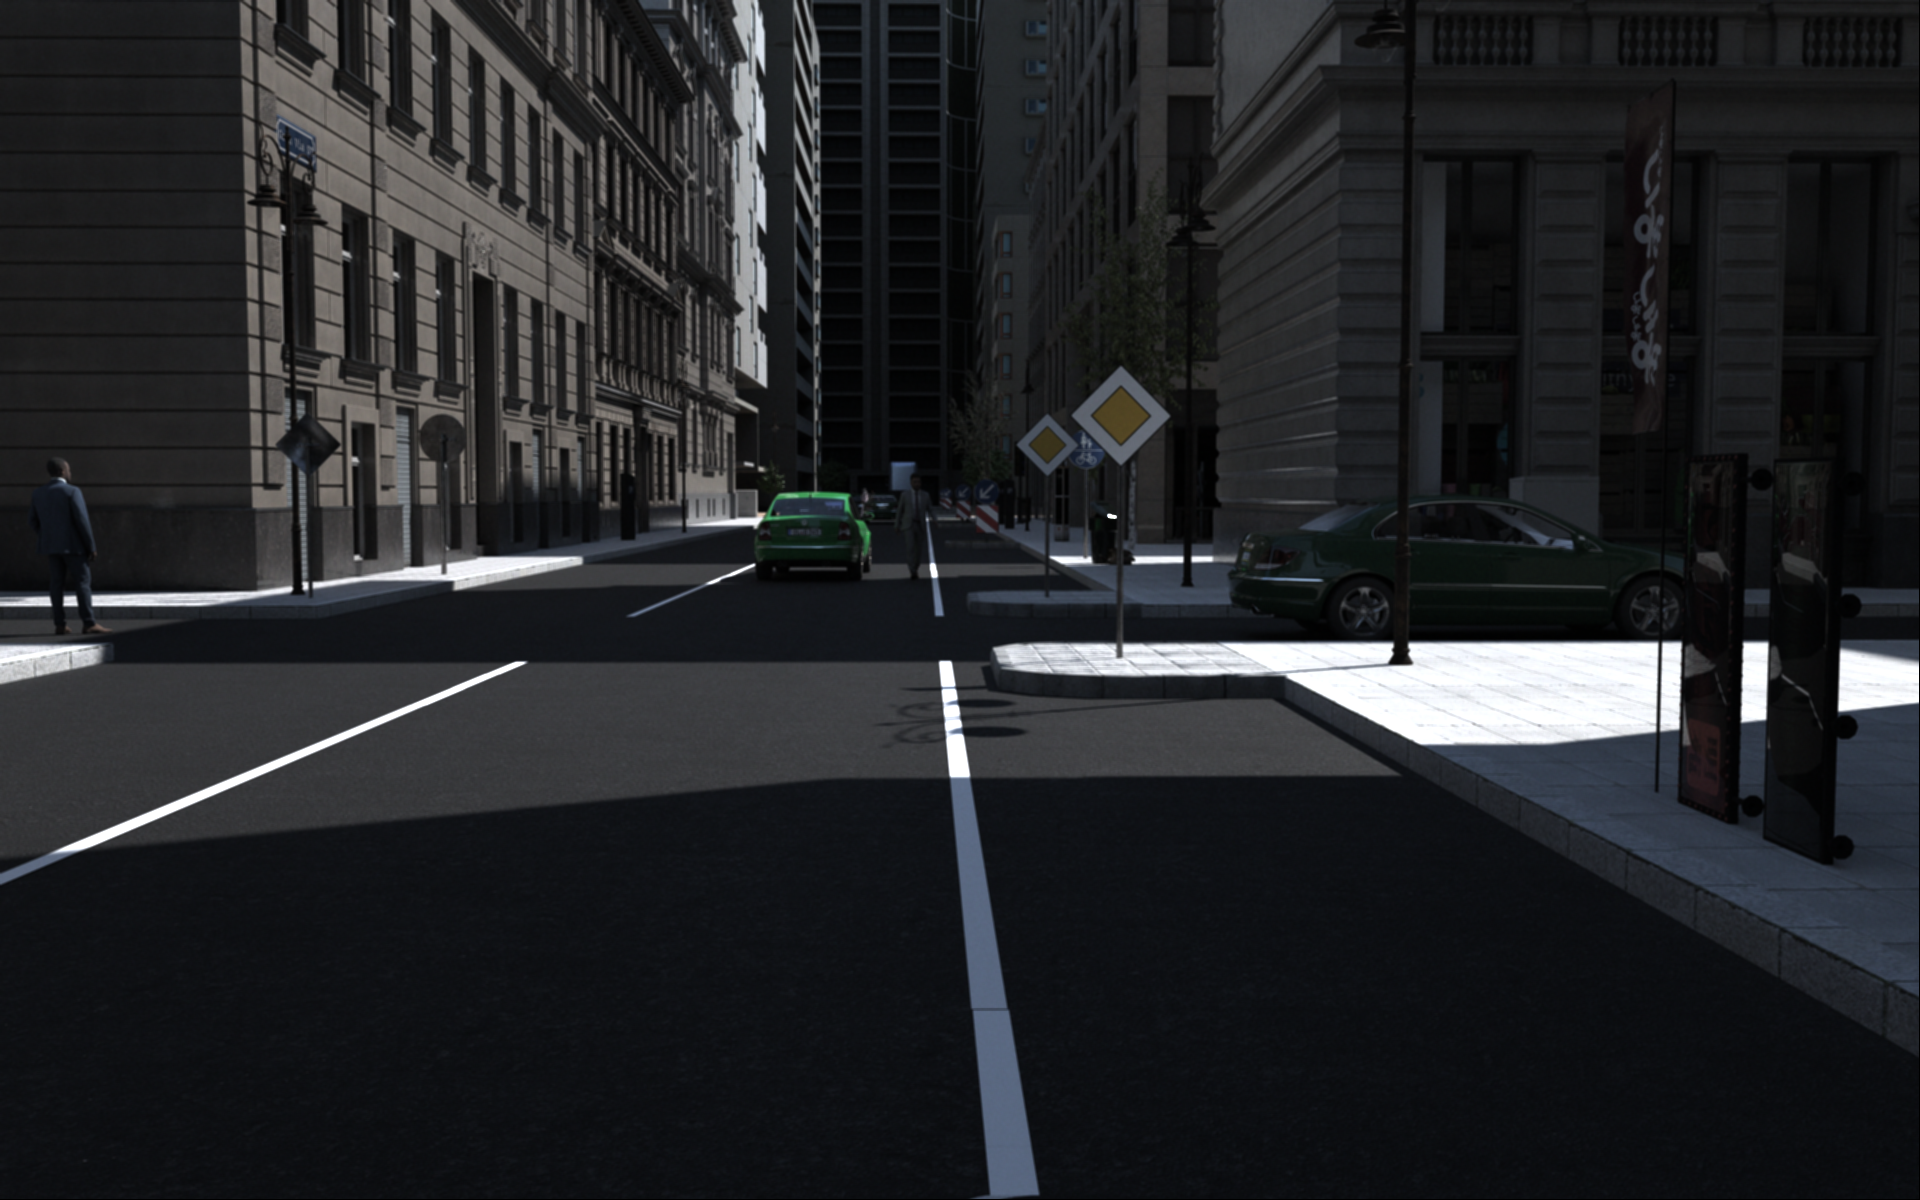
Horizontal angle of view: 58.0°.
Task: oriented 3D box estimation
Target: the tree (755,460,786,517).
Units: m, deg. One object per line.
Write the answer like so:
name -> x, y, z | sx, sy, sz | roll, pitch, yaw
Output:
tree -> -10.672, -6.261, 96.975 | 1.663, 3.219, 1.824 | 0, 3, 0

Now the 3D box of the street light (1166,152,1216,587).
street light -> 3.158, -3.125, 23.881 | 0.468, 5.910, 1.993 | 0, 4, -1

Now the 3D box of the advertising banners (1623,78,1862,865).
advertising banners -> 3.002, -0.652, 6.845 | 0.090, 3.025, 2.074 | 0, 3, 0

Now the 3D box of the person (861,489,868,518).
person -> -5.460, -5.499, 99.075 | 0.621, 1.740, 0.551 | -1, 4, -13

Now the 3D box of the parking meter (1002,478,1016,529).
parking meter -> 1.854, -3.561, 63.929 | 0.399, 1.863, 0.255 | 0, 4, 1

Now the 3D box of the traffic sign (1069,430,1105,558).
traffic sign -> 2.510, -2.105, 34.517 | 0.768, 2.556, 0.104 | 0, 4, 3

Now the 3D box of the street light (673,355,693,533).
street light -> -9.194, -5.186, 57.579 | 0.468, 5.910, 1.993 | 0, 4, -1

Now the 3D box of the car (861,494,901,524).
car -> -3.733, -4.392, 83.607 | 2.131, 1.459, 4.920 | 0, 4, -2

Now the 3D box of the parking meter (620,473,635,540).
parking meter -> -9.264, -2.606, 48.318 | 0.255, 1.863, 0.399 | 2, 4, 27

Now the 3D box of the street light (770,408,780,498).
street light -> -9.955, -7.365, 93.213 | 0.468, 5.910, 1.993 | 0, 4, -1

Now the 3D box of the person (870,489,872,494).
person -> -8.087, -9.194, 158.450 | 1.348, 1.869, 0.705 | -2, 4, -32

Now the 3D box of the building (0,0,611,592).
building -> -15.167, -14.480, 34.007 | 12.463, 27.353, 25.104 | 0, 4, -1

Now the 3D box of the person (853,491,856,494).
person -> -8.995, -8.357, 145.927 | 0.721, 1.735, 1.217 | 3, 4, 38

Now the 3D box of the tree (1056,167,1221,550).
tree -> 4.056, -5.486, 40.051 | 4.737, 8.622, 4.395 | 0, 3, 0

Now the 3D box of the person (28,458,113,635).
person -> -9.120, -0.550, 17.682 | 0.721, 1.800, 0.419 | 0, 3, 0

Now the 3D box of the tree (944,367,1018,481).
tree -> 1.282, -9.142, 99.826 | 4.360, 8.622, 3.978 | 0, 3, 0

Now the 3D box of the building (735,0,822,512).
building -> -24.034, -32.803, 160.031 | 21.600, 48.544, 21.300 | 0, 4, -1

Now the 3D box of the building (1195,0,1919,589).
building -> 14.118, -12.147, 27.486 | 19.941, 23.489, 11.050 | 0, 4, -1

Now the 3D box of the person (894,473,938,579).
person -> -0.750, -1.251, 29.229 | 0.678, 1.792, 0.850 | -1, 4, -13

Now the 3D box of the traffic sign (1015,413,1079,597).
traffic sign -> 1.080, -1.091, 21.487 | 0.795, 2.450, 0.064 | 0, 4, -1

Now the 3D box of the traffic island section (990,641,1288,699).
traffic island section -> 1.270, 0.532, 13.581 | 2.009, 0.180, 2.903 | 0, 4, -1

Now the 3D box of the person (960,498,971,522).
person -> 0.254, -4.879, 88.082 | 0.655, 1.846, 0.447 | -2, 4, -29

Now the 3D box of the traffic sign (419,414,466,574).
traffic sign -> -8.255, -1.684, 27.638 | 0.768, 2.556, 0.104 | 0, 4, 5

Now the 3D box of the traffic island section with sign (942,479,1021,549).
traffic island section with sign -> 0.587, -2.316, 46.491 | 1.989, 1.847, 2.006 | 0, 4, -1

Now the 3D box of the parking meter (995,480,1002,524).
parking meter -> 1.681, -4.130, 73.237 | 0.255, 1.863, 0.399 | 3, 5, 42

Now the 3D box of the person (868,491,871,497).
person -> -7.932, -8.617, 150.095 | 0.721, 1.736, 1.217 | -2, 4, -27

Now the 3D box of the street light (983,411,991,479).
street light -> 1.508, -7.544, 96.130 | 0.468, 5.910, 1.993 | 0, 4, -1

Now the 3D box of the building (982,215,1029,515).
building -> 15.823, -16.950, 122.171 | 27.650, 21.520, 28.899 | 0, 4, -1

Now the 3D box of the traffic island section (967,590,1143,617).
traffic island section -> 1.104, 0.044, 21.564 | 2.009, 0.180, 2.903 | 0, 4, -1

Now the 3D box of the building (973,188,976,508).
building -> 8.230, -24.042, 164.789 | 14.160, 30.474, 14.107 | 0, 4, -1

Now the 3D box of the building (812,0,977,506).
building -> -6.143, -45.932, 189.238 | 20.611, 71.187, 20.563 | 0, 4, -1

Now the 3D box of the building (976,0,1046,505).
building -> 12.318, -31.975, 146.498 | 21.300, 48.544, 21.600 | 0, 4, -1

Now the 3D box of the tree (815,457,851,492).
tree -> -11.247, -10.365, 153.178 | 4.285, 4.588, 4.351 | 0, 3, 0

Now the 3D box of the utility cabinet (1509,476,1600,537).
utility cabinet -> 7.481, -0.806, 21.862 | 1.173, 1.500, 0.318 | -1, 4, -22

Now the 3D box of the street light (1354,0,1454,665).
street light -> 3.326, -2.453, 12.893 | 0.468, 5.910, 1.993 | 0, 4, -1

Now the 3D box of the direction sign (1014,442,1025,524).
direction sign -> 2.588, -5.075, 74.977 | 0.379, 3.537, 0.876 | 2, 4, 32

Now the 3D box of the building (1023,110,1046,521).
building -> 8.550, -14.551, 87.057 | 9.793, 20.994, 18.267 | 0, 4, -1

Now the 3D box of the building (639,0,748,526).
building -> -17.467, -17.742, 77.465 | 14.401, 28.519, 23.554 | 0, 4, -1

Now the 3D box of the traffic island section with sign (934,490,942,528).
traffic island section with sign -> 0.018, -3.999, 74.016 | 1.989, 1.847, 2.006 | 0, 4, -1

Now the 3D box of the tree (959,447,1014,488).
tree -> 1.634, -7.430, 105.199 | 4.285, 4.588, 4.351 | 0, 3, 0

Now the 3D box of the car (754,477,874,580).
car -> -2.516, -1.318, 30.342 | 1.959, 1.807, 4.718 | 0, 4, 0

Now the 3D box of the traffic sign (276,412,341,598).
traffic sign -> -8.012, -1.081, 21.318 | 0.795, 2.450, 0.064 | 0, 4, -1

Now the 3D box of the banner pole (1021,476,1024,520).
banner pole -> 3.001, -5.838, 85.472 | 0.401, 3.779, 0.863 | 0, 4, 8

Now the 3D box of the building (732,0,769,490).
building -> -30.288, -36.987, 193.976 | 27.495, 52.752, 28.713 | 0, 4, -1

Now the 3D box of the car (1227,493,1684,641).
car -> 5.172, -0.341, 17.372 | 4.920, 1.459, 2.131 | 0, 4, -2

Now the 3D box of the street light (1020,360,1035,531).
street light -> 2.337, -5.339, 60.083 | 0.468, 5.910, 1.993 | 0, 4, -1

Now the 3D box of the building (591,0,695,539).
building -> -15.128, -11.730, 56.417 | 10.561, 19.102, 19.286 | 0, 4, -1

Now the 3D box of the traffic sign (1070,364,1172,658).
traffic sign -> 1.246, -0.603, 13.503 | 0.795, 2.450, 0.064 | 0, 4, -1

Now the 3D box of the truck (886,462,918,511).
truck -> -4.517, -9.117, 138.817 | 2.967, 4.110, 18.799 | 0, 4, -2

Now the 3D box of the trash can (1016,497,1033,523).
trash can -> 2.877, -4.037, 77.656 | 0.748, 1.137, 0.748 | 0, 3, 0

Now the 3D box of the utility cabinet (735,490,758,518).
utility cabinet -> -11.518, -5.179, 93.361 | 1.173, 1.500, 0.318 | 1, 4, 12

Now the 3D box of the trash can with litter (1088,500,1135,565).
trash can with litter -> 2.826, -1.245, 31.744 | 0.624, 1.170, 1.055 | -2, 4, -33

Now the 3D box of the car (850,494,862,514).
car -> -6.886, -6.245, 111.894 | 2.009, 1.686, 4.222 | 0, 4, -1

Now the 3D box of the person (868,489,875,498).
person -> -5.242, -5.770, 103.546 | 1.217, 1.736, 0.721 | 3, 4, 38

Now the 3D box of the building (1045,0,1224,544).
building -> 13.788, -15.677, 60.834 | 19.350, 26.468, 34.151 | 0, 4, -1

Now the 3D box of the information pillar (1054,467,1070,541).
information pillar -> 2.767, -2.599, 46.982 | 0.304, 2.012, 0.304 | 3, 4, 38

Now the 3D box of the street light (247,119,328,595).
street light -> -8.446, -3.005, 21.914 | 0.468, 5.910, 1.993 | 0, 4, -1
